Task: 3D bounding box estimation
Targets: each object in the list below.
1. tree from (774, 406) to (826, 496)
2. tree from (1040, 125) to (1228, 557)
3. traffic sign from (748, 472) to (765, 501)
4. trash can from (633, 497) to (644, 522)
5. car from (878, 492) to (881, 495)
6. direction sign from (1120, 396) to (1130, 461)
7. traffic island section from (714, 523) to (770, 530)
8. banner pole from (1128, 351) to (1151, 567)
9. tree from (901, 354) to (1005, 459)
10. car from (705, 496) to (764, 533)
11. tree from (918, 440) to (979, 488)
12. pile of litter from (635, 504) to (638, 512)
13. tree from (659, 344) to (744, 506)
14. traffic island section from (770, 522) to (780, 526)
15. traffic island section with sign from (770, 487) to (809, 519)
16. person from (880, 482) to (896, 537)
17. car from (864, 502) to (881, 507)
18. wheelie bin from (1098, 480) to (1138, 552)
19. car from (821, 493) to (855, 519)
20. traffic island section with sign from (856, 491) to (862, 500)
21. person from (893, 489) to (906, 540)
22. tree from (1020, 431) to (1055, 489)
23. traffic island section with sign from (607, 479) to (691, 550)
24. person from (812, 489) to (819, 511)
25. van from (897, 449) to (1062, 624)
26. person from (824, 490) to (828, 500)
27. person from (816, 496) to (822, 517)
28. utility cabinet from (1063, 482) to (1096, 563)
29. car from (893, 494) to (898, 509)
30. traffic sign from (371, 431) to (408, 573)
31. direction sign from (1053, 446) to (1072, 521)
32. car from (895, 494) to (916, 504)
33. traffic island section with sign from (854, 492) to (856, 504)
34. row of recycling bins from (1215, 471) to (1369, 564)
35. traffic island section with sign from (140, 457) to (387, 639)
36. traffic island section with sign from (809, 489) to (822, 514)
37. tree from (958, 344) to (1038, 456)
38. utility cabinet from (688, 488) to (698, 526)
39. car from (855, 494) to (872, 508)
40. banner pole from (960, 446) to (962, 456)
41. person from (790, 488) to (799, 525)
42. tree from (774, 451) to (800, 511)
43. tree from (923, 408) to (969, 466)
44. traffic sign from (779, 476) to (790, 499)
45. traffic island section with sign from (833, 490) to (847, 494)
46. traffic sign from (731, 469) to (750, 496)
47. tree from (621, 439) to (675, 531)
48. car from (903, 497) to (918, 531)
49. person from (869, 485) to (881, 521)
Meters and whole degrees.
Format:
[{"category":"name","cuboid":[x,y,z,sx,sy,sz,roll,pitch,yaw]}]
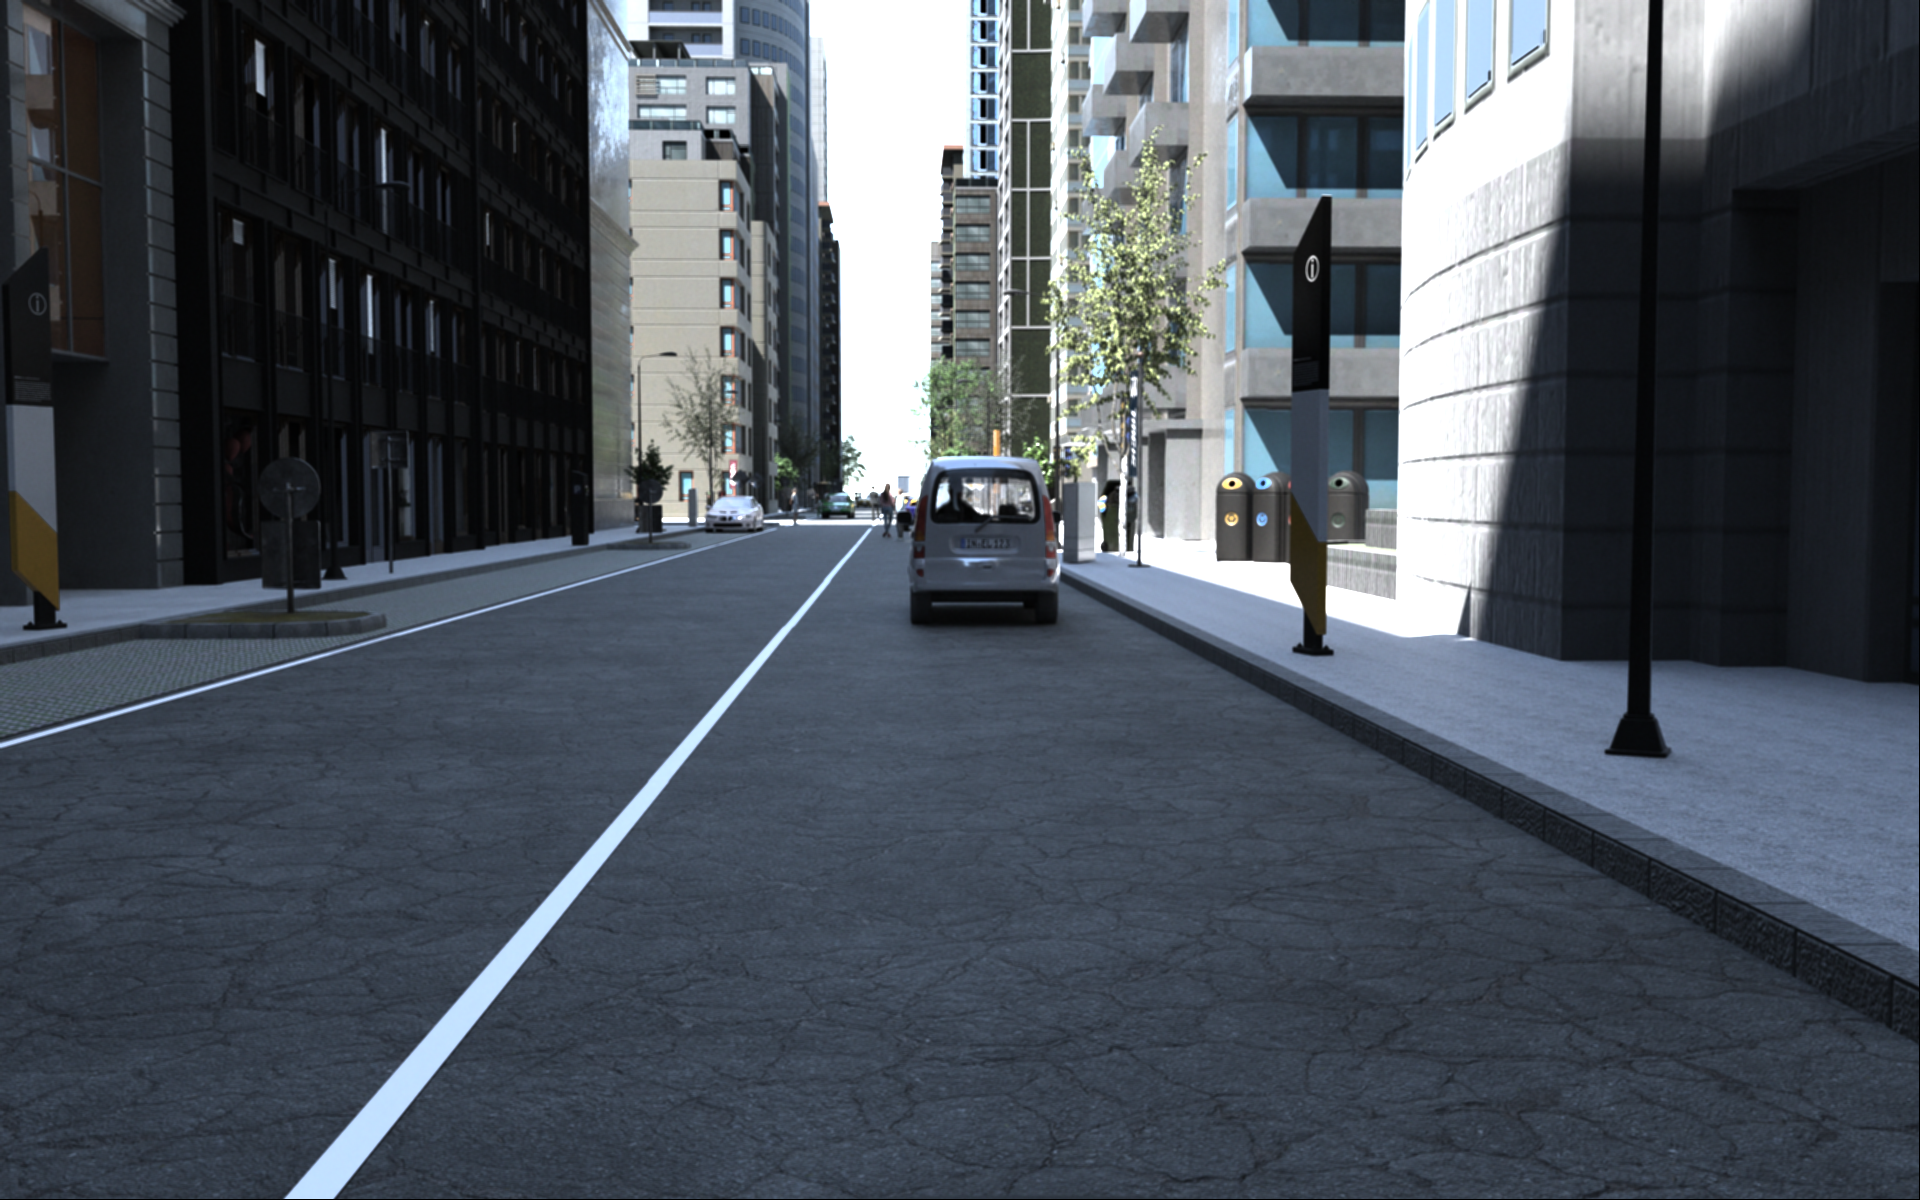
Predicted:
[{"category":"tree","cuboid":[-14.045,-12.138,148.823,4.360,8.622,3.978,0,3,0]},{"category":"tree","cuboid":[3.393,-5.209,35.533,4.737,8.622,4.395,0,3,0]},{"category":"traffic sign","cuboid":[-9.163,-4.552,78.068,0.795,2.450,0.064,0,4,-2]},{"category":"trash can","cuboid":[-14.806,-4.142,79.368,0.748,1.137,0.748,0,3,0]},{"category":"car","cuboid":[-13.854,-18.381,309.206,2.281,1.827,5.304,0,4,-2]},{"category":"direction sign","cuboid":[3.853,-2.959,40.381,0.379,3.537,0.876,-1,4,-8]},{"category":"traffic island section","cuboid":[-8.909,-2.928,70.149,2.009,0.180,2.903,0,4,-2]},{"category":"banner pole","cuboid":[3.125,-2.490,30.731,0.401,3.779,0.863,-1,4,-11]},{"category":"tree","cuboid":[-0.652,-12.317,127.138,9.928,11.665,9.643,0,3,0]},{"category":"car","cuboid":[-8.515,-3.256,65.591,2.083,1.381,4.827,0,4,-1]},{"category":"tree","cuboid":[0.068,-7.389,104.523,4.285,4.588,4.351,0,3,0]},{"category":"pile of litter","cuboid":[-15.279,-4.200,82.627,1.719,0.858,1.176,-2,4,-25]},{"category":"tree","cuboid":[-12.284,-8.185,84.185,4.360,8.622,3.978,0,3,0]},{"category":"traffic island section","cuboid":[-9.187,-3.416,78.129,2.009,0.180,2.903,0,4,-2]},{"category":"traffic island section with sign","cuboid":[-9.973,-5.614,100.412,1.989,1.847,2.006,0,4,-2]},{"category":"person","cuboid":[-2.376,-2.995,57.470,0.555,1.821,0.388,0,4,3]},{"category":"car","cuboid":[-9.882,-11.224,195.867,2.083,1.381,4.827,0,3,0]},{"category":"wheelie bin","cuboid":[3.544,-1.856,38.252,0.980,1.594,0.693,-2,4,-31]},{"category":"car","cuboid":[-7.227,-5.751,102.831,1.959,1.807,4.718,0,3,0]},{"category":"traffic island section with sign","cuboid":[-16.468,-17.060,287.565,1.989,1.847,2.006,0,4,-2]},{"category":"person","cuboid":[-1.861,-2.654,53.711,0.330,1.601,0.589,1,4,22]},{"category":"tree","cuboid":[2.242,-3.580,53.129,1.663,3.219,1.824,0,3,0]},{"category":"traffic island section with sign","cuboid":[-8.061,-2.230,45.096,1.989,1.847,2.006,0,4,-2]},{"category":"person","cuboid":[-11.387,-7.766,135.430,0.822,1.834,0.622,-1,4,-13]},{"category":"van","cuboid":[0.242,-0.827,20.535,2.013,2.044,4.112,0,4,-1]},{"category":"person","cuboid":[-9.499,-7.065,124.587,0.480,1.755,0.524,0,4,6]},{"category":"person","cuboid":[-8.663,-5.771,107.112,0.590,1.304,0.306,-2,4,-27]},{"category":"utility cabinet","cuboid":[2.228,-1.453,32.432,0.318,1.500,1.173,1,4,21]},{"category":"car","cuboid":[-5.533,-9.348,162.629,2.009,1.686,4.222,0,4,-1]},{"category":"traffic sign","cuboid":[-9.227,-1.585,28.037,0.606,2.300,0.079,0,4,2]},{"category":"direction sign","cuboid":[4.838,-5.489,81.737,0.876,3.537,0.379,0,4,0]},{"category":"car","cuboid":[-4.089,-7.642,135.170,2.015,1.641,3.980,0,4,-4]},{"category":"traffic island section with sign","cuboid":[-13.583,-11.994,204.731,1.989,1.847,2.006,0,4,-2]},{"category":"row of recycling bins","cuboid":[6.116,-1.525,32.044,1.069,1.692,3.534,-3,4,-36]},{"category":"traffic island section with sign","cuboid":[-7.103,-0.571,17.962,1.989,1.847,2.006,0,4,-2]},{"category":"traffic island section with sign","cuboid":[-10.916,-7.276,127.583,1.989,1.847,2.006,0,4,-2]},{"category":"tree","cuboid":[1.701,-8.273,85.628,4.360,8.622,3.978,0,3,0]},{"category":"utility cabinet","cuboid":[-10.585,-3.668,68.644,0.318,1.500,1.173,0,4,-5]},{"category":"car","cuboid":[-10.140,-10.606,183.636,2.015,1.641,3.980,0,4,-4]},{"category":"banner pole","cuboid":[0.039,-6.126,90.174,0.401,3.779,0.863,0,4,-4]},{"category":"person","cuboid":[-7.683,-4.353,80.683,0.522,1.701,0.512,-1,4,-22]},{"category":"tree","cuboid":[-13.881,-9.083,132.213,4.285,4.588,4.351,0,3,0]},{"category":"tree","cuboid":[-1.088,-11.816,143.557,4.737,8.622,4.395,0,3,0]},{"category":"traffic sign","cuboid":[-12.408,-7.494,122.632,0.768,2.556,0.104,0,4,6]},{"category":"traffic island section with sign","cuboid":[-12.641,-10.330,177.522,1.989,1.847,2.006,0,4,-2]},{"category":"traffic sign","cuboid":[-8.886,-4.064,70.088,0.795,2.450,0.064,0,4,-2]},{"category":"tree","cuboid":[-10.647,-4.017,60.284,1.663,3.219,1.824,0,3,0]},{"category":"car","cuboid":[-1.465,-3.421,68.521,1.945,1.354,3.894,0,4,-4]},{"category":"person","cuboid":[-4.565,-5.183,92.611,0.648,1.900,0.474,0,4,-1]}]
